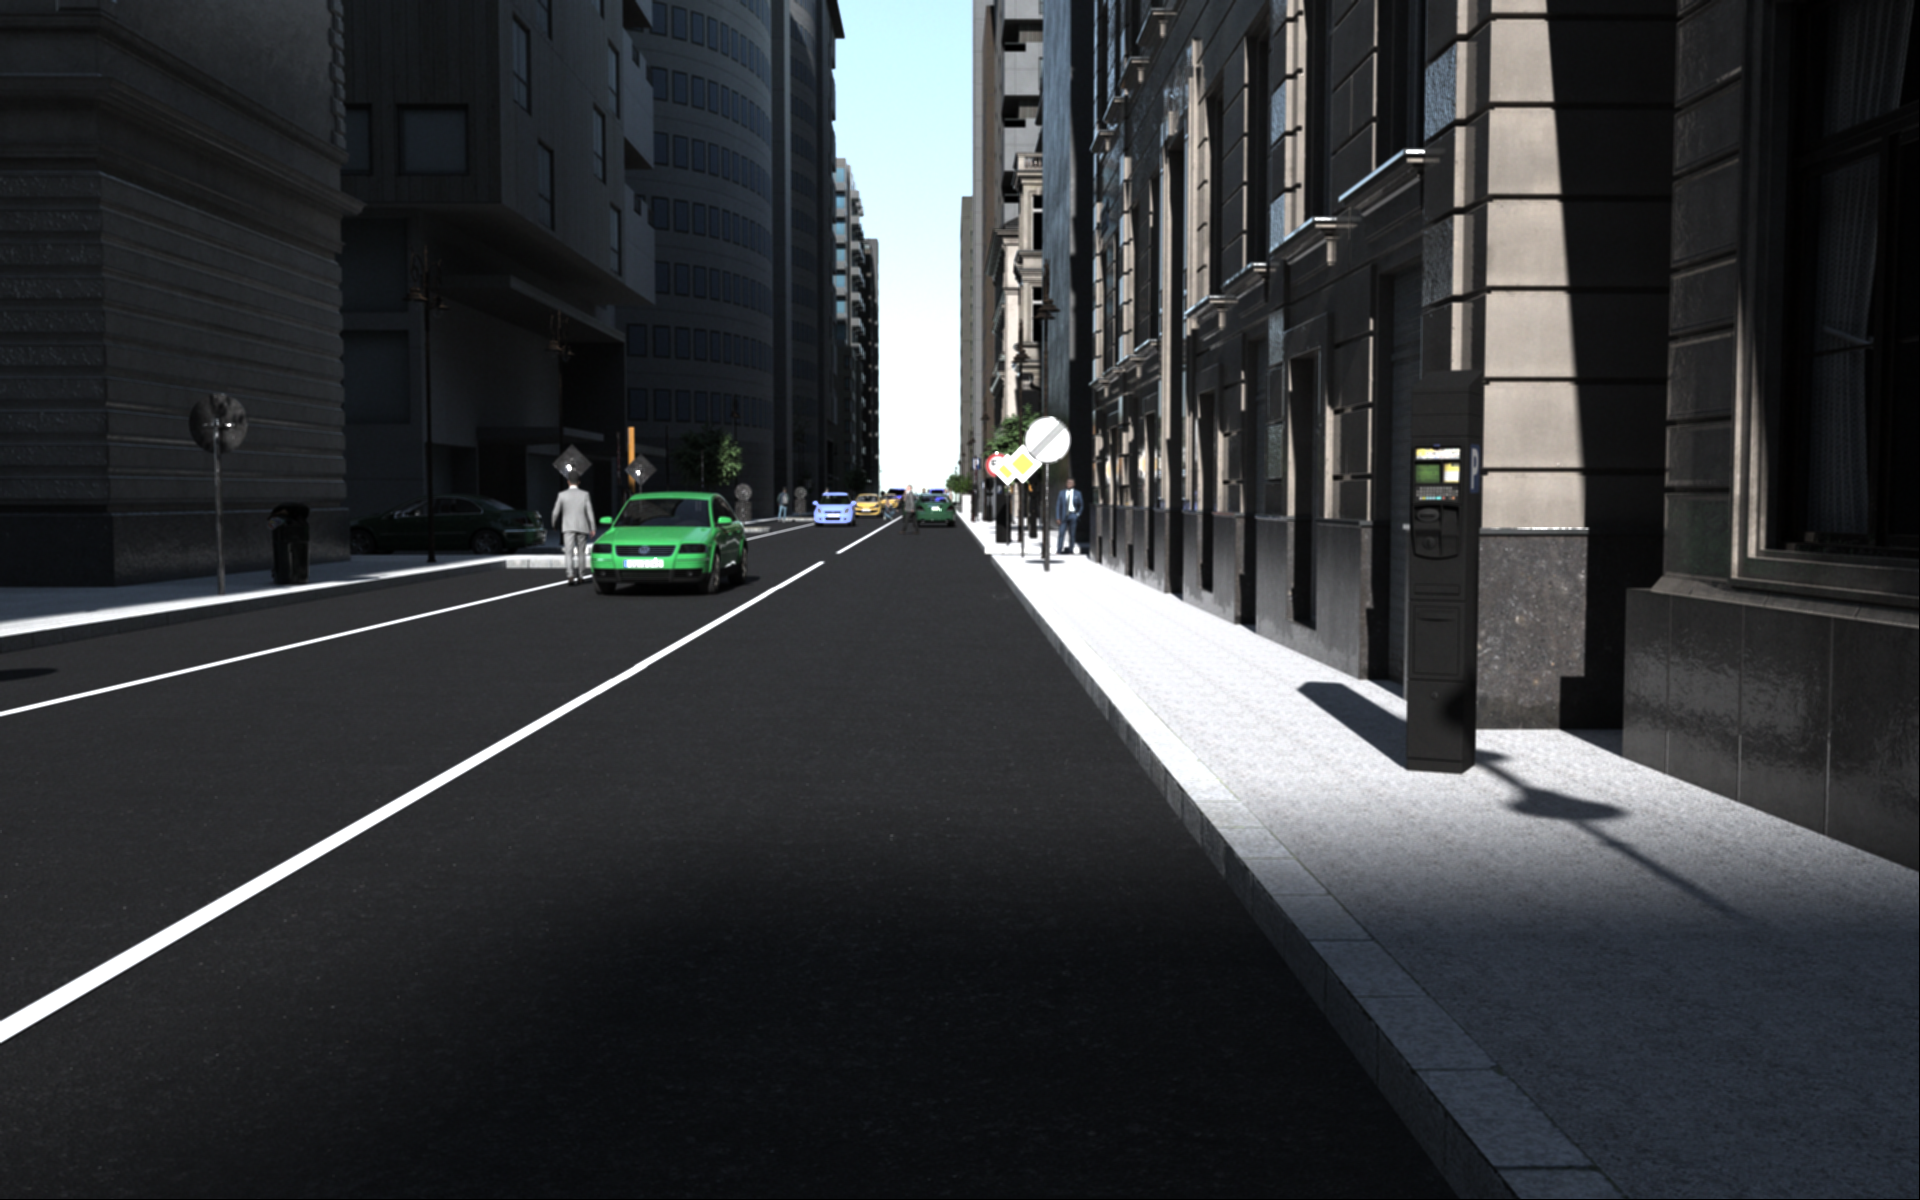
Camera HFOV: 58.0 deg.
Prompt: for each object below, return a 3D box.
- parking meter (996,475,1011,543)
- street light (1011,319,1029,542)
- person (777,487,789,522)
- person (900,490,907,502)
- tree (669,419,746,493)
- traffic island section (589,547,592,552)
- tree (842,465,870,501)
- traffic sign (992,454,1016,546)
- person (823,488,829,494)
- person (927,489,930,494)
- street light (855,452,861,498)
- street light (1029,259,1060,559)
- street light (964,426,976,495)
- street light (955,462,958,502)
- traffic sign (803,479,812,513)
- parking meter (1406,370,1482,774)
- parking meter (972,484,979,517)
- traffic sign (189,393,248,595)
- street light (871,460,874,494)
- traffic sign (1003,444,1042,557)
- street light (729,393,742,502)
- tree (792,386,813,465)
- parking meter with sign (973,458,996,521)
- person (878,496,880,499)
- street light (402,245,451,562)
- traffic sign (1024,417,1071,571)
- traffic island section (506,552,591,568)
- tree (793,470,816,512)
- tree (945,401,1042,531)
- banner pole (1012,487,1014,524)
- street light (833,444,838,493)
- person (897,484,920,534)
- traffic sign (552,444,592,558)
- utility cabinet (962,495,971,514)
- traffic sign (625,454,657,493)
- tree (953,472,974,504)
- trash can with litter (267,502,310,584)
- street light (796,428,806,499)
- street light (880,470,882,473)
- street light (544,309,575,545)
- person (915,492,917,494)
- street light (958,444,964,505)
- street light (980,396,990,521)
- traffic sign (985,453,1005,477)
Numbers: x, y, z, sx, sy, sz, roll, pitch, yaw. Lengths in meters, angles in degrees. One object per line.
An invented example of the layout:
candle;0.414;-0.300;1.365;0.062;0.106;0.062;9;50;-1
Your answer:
parking meter;1.143;-2.428;45.414;0.255;1.863;0.399;-2;4;-35
street light;1.604;-4.468;45.844;0.468;5.910;1.993;0;4;-1
person;-9.014;-4.865;88.395;0.623;1.781;0.721;0;4;-4
person;-4.792;-8.665;150.733;0.990;1.755;0.434;-1;4;-23
tree;-11.096;-5.652;76.118;4.285;4.588;4.351;0;3;0
traffic island section;-7.938;-1.268;43.019;2.009;0.180;2.903;0;4;-1
tree;-11.721;-12.941;195.295;4.285;4.588;4.351;0;3;0
traffic sign;1.179;-2.409;43.036;0.795;2.450;0.064;0;4;-1
person;-7.878;-5.740;102.440;0.391;1.810;0.635;-3;5;-41
person;-2.496;-7.984;139.017;1.348;1.826;0.705;3;5;40
street light;-11.729;-14.068;202.797;0.468;5.910;1.993;0;4;-1
street light;1.693;-3.757;34.222;0.468;5.910;1.993;0;4;-1
street light;0.684;-9.191;123.066;0.468;5.910;1.993;0;4;-1
street light;-0.074;-13.551;194.347;0.468;5.910;1.993;0;4;-1
traffic sign;-10.400;-7.107;118.321;0.606;2.300;0.079;1;4;8
parking meter;2.253;-0.143;8.057;0.255;1.863;0.399;2;4;27
parking meter;0.869;-5.621;97.620;0.399;1.863;0.255;0;4;4
traffic sign;-9.386;-1.335;21.930;0.768;2.556;0.104;0;4;4
street light;-12.029;-16.248;238.439;0.468;5.910;1.993;0;4;-1
traffic sign;1.267;-1.921;35.051;0.795;2.450;0.064;0;4;-1
street light;-10.319;-6.541;79.739;0.468;5.910;1.993;0;4;-1
tree;-11.433;-9.845;111.328;4.360;8.622;3.978;0;3;0
parking meter with sign;1.478;-5.391;84.400;1.738;3.016;0.543;-3;4;-36
person;-9.942;-12.078;209.161;0.799;1.438;0.628;2;4;29
street light;-9.929;-3.644;32.368;0.468;5.910;1.993;0;4;-1
traffic sign;1.448;-1.749;28.704;0.768;2.556;0.104;0;4;5
traffic island section;-7.850;-0.780;35.034;2.009;0.180;2.903;0;4;-1
tree;-11.173;-8.090;126.878;1.663;3.219;1.824;0;3;0
tree;2.351;-4.734;61.113;4.285;4.588;4.351;0;3;0
banner pole;2.025;-5.083;73.130;0.863;3.779;0.401;1;4;13
street light;-11.168;-11.203;155.963;0.468;5.910;1.993;0;4;-1
person;-1.849;-3.240;61.864;0.834;1.777;0.661;0;4;-7
traffic sign;-7.827;-1.916;34.973;0.795;2.450;0.064;0;4;-1
utility cabinet;0.648;-6.170;112.038;1.020;1.237;0.306;0;4;1
traffic sign;-7.914;-2.405;42.957;0.795;2.450;0.064;0;4;-1
tree;0.746;-8.900;140.120;1.663;3.219;1.824;0;3;0
trash can with litter;-9.673;-0.820;24.791;0.624;1.170;1.055;-2;4;-33
street light;-10.867;-8.998;119.912;0.468;5.910;1.993;0;4;-1
street light;-12.524;-18.476;274.862;0.468;5.910;1.993;0;4;-1
street light;-9.989;-4.316;43.358;0.468;5.910;1.993;0;4;-1
person;-5.528;-12.810;218.647;1.217;1.736;0.721;-1;4;-20
street light;0.318;-11.371;158.707;0.468;5.910;1.993;0;4;-1
street light;1.189;-6.657;81.623;0.468;5.910;1.993;0;4;-1
traffic sign;1.170;-3.268;53.542;0.768;2.556;0.104;0;4;1
